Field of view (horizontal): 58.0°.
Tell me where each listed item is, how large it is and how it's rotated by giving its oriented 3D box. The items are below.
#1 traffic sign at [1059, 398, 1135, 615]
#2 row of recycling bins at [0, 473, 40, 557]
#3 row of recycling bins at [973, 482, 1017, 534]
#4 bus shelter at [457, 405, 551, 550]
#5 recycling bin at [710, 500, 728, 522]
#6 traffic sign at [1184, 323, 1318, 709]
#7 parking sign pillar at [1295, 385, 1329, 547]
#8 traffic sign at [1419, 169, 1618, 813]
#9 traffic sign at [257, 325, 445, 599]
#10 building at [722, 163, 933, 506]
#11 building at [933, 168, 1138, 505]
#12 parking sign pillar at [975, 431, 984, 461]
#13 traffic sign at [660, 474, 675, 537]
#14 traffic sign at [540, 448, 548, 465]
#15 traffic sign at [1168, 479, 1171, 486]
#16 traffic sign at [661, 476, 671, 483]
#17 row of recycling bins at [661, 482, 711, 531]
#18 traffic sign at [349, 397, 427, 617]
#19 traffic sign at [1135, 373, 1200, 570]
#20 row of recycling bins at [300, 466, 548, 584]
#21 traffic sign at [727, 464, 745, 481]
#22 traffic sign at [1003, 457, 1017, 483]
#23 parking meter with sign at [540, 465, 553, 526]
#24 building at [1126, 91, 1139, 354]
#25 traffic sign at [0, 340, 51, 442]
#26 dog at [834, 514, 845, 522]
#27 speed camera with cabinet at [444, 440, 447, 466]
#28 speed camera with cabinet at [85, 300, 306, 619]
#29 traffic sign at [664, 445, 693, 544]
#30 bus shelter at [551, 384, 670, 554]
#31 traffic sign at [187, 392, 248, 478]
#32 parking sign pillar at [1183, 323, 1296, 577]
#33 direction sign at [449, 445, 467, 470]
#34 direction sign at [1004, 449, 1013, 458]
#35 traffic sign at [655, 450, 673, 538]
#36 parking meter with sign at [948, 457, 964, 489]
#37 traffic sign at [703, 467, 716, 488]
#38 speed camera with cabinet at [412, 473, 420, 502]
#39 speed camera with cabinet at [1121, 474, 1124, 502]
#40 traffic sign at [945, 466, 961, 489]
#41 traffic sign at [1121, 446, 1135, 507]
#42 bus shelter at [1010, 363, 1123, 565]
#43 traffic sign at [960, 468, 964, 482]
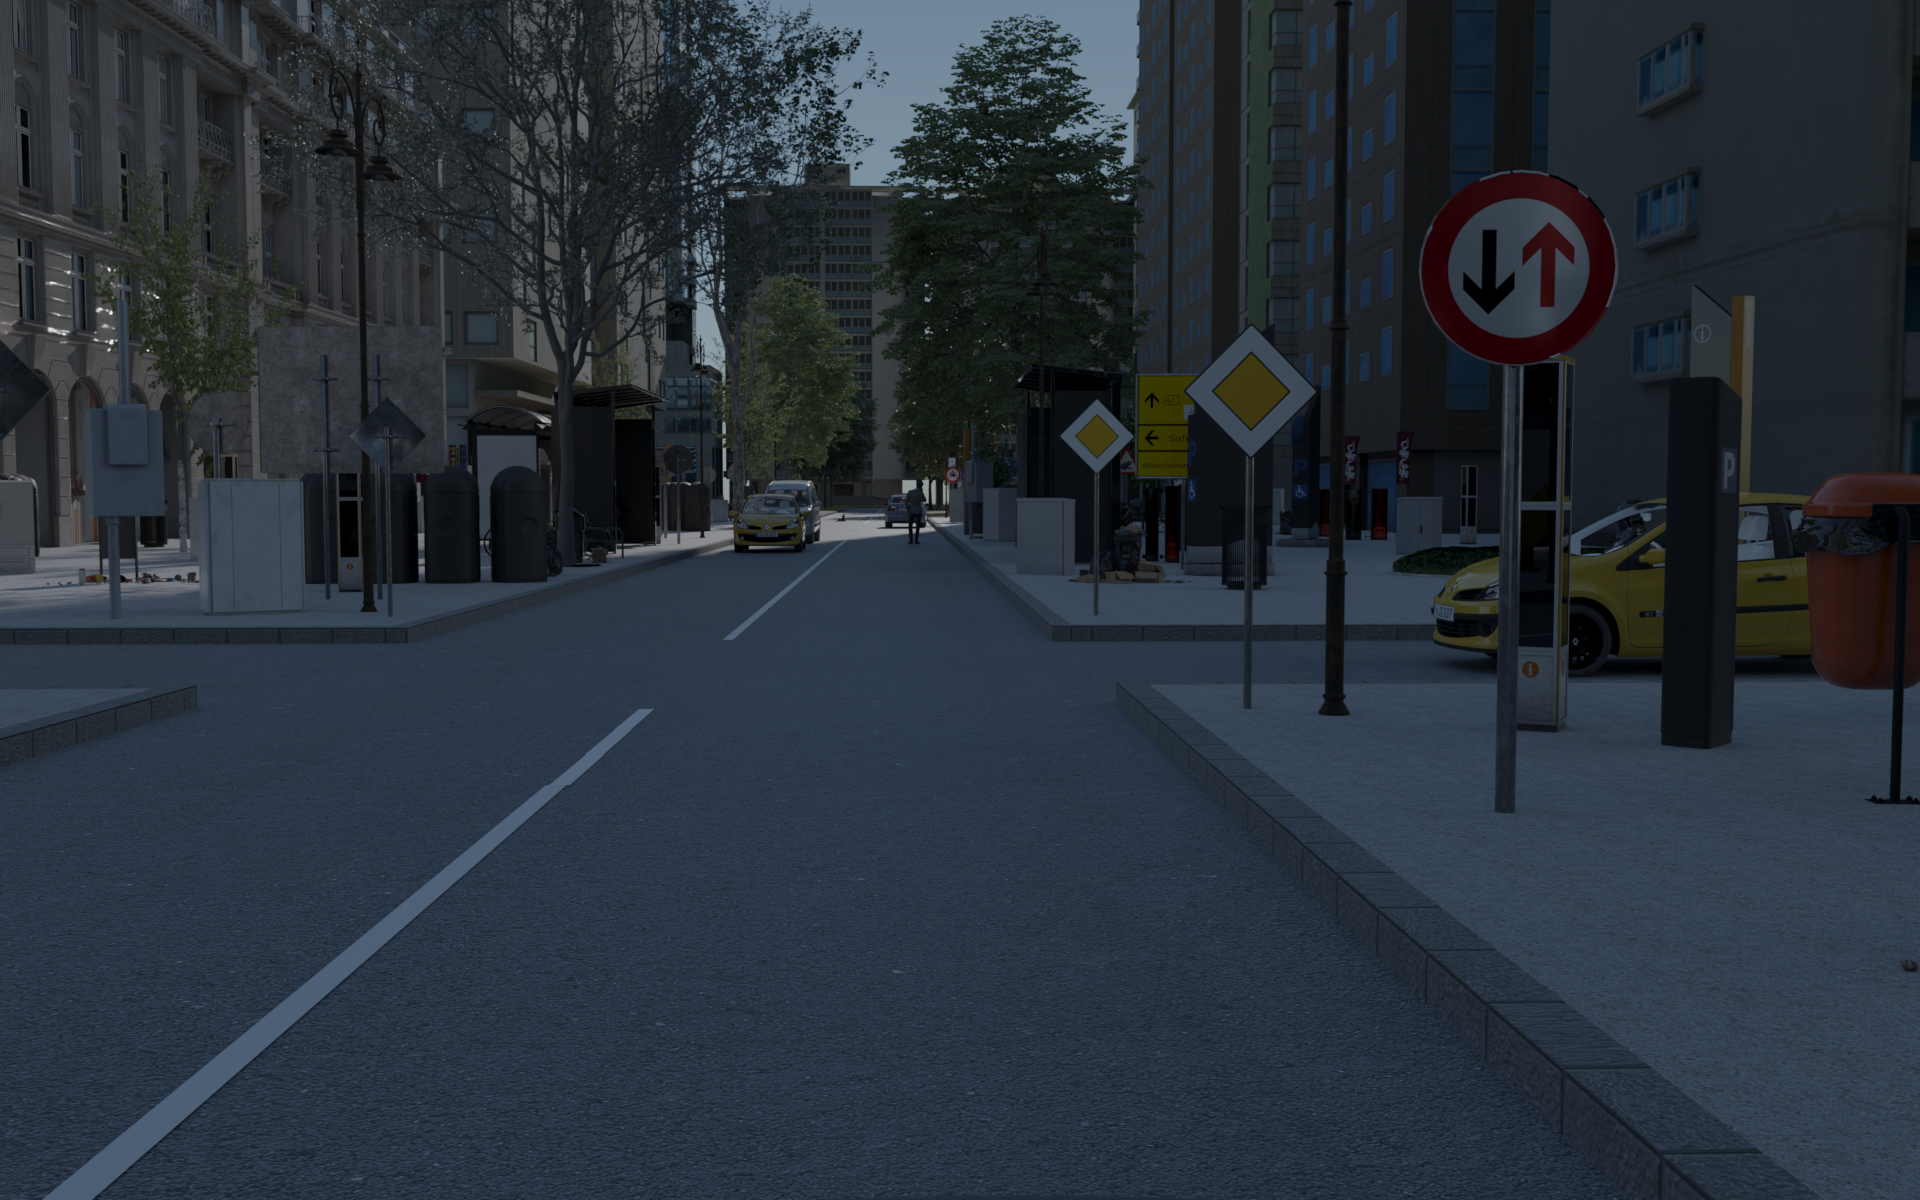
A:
[{"bbox_3d":[1.438,-0.895,18.280,0.795,2.450,0.064,0,4,-2],"label":"traffic sign"},{"bbox_3d":[-19.126,-1.653,34.136,1.069,1.692,3.534,0,4,-7],"label":"row of recycling bins"},{"bbox_3d":[1.694,-3.078,57.441,1.069,1.692,3.534,3,5,41],"label":"row of recycling bins"},{"bbox_3d":[-10.512,-2.954,42.217,2.014,3.302,5.546,0,4,-2],"label":"bus shelter"},{"bbox_3d":[-10.987,-4.053,78.827,0.722,1.027,0.722,-2,4,-25],"label":"recycling bin"},{"bbox_3d":[1.717,-0.407,10.300,0.795,2.450,0.064,0,4,-2],"label":"traffic sign"},{"bbox_3d":[8.448,-3.289,42.254,1.447,3.967,1.447,1,4,23],"label":"parking sign pillar"},{"bbox_3d":[2.202,-0.417,6.920,0.768,2.556,0.104,0,4,5],"label":"traffic sign"},{"bbox_3d":[-7.381,-1.659,21.000,2.265,3.308,0.079,0,4,3],"label":"traffic sign"},{"bbox_3d":[-15.773,-31.461,206.262,23.993,40.220,32.217,0,4,-2],"label":"building"},{"bbox_3d":[8.423,-31.550,207.726,23.993,40.220,32.217,0,4,-2],"label":"building"},{"bbox_3d":[0.981,-5.309,75.278,1.447,3.967,1.447,-1,4,-10],"label":"parking sign pillar"},{"bbox_3d":[-8.980,-3.176,51.928,0.884,2.594,0.081,0,4,4],"label":"traffic sign"},{"bbox_3d":[-11.496,-2.857,46.814,0.768,2.556,0.104,0,4,8],"label":"traffic sign"},{"bbox_3d":[5.490,-2.766,45.332,0.768,2.556,0.104,0,3,0],"label":"traffic sign"},{"bbox_3d":[-13.260,-4.726,77.377,0.768,2.556,0.104,0,4,5],"label":"traffic sign"},{"bbox_3d":[-9.803,-3.289,60.888,1.069,1.692,3.534,-2,4,-33],"label":"row of recycling bins"},{"bbox_3d":[-5.952,-0.881,18.044,0.795,2.450,0.064,0,4,-2],"label":"traffic sign"},{"bbox_3d":[4.089,-2.160,29.184,2.265,3.308,0.079,0,4,3],"label":"traffic sign"},{"bbox_3d":[-7.782,-1.102,25.130,3.534,1.692,1.069,0,4,-6],"label":"row of recycling bins"},{"bbox_3d":[-9.443,-4.463,73.076,0.768,2.556,0.104,0,4,4],"label":"traffic sign"},{"bbox_3d":[1.630,-3.633,59.499,0.768,2.556,0.104,0,4,3],"label":"traffic sign"},{"bbox_3d":[-11.063,-3.008,45.436,1.738,3.016,0.543,0,4,-4],"label":"parking meter with sign"},{"bbox_3d":[35.197,-37.714,205.854,27.495,52.752,28.713,0,4,-2],"label":"building"},{"bbox_3d":[-5.674,-0.393,10.063,0.795,2.450,0.064,0,4,-2],"label":"traffic sign"},{"bbox_3d":[-6.230,-4.286,90.263,0.748,0.427,0.550,-1,4,-14],"label":"dog"},{"bbox_3d":[-18.528,-4.195,62.926,0.660,3.252,2.038,-1,4,-13],"label":"speed camera with cabinet"},{"bbox_3d":[-8.075,-1.466,18.308,2.038,3.252,0.660,-2,4,-33],"label":"speed camera with cabinet"},{"bbox_3d":[-7.243,-2.717,44.534,0.768,2.556,0.104,0,4,3],"label":"traffic sign"},{"bbox_3d":[-7.971,-2.981,40.016,1.731,3.624,6.357,0,4,-2],"label":"bus shelter"},{"bbox_3d":[-9.273,-1.317,21.639,0.768,2.556,0.104,0,4,1],"label":"traffic sign"},{"bbox_3d":[4.288,-2.385,27.460,1.447,3.967,1.447,-1,4,-14],"label":"parking sign pillar"},{"bbox_3d":[-23.070,-5.360,79.634,0.876,3.537,0.379,1,4,15],"label":"direction sign"},{"bbox_3d":[2.407,-5.851,87.656,0.379,3.537,0.876,3,5,41],"label":"direction sign"},{"bbox_3d":[-8.518,-3.054,50.033,0.768,2.556,0.104,0,4,0],"label":"traffic sign"},{"bbox_3d":[0.262,-5.309,83.064,1.738,3.016,0.543,-3,5,-43],"label":"parking meter with sign"},{"bbox_3d":[-11.731,-4.923,80.589,0.768,2.556,0.104,0,4,5],"label":"traffic sign"},{"bbox_3d":[-17.311,-3.527,52.004,2.038,3.252,0.660,0,4,-8],"label":"speed camera with cabinet"},{"bbox_3d":[3.896,-3.312,48.488,0.660,3.252,2.038,-1,4,-21],"label":"speed camera with cabinet"},{"bbox_3d":[-0.321,-4.856,79.503,0.768,2.556,0.104,0,4,7],"label":"traffic sign"},{"bbox_3d":[4.519,-2.877,47.041,0.884,2.594,0.081,0,4,6],"label":"traffic sign"},{"bbox_3d":[2.039,-2.630,34.284,1.731,3.624,6.357,0,4,-2],"label":"bus shelter"},{"bbox_3d":[0.353,-4.939,80.851,0.768,2.556,0.104,0,4,8],"label":"traffic sign"}]
